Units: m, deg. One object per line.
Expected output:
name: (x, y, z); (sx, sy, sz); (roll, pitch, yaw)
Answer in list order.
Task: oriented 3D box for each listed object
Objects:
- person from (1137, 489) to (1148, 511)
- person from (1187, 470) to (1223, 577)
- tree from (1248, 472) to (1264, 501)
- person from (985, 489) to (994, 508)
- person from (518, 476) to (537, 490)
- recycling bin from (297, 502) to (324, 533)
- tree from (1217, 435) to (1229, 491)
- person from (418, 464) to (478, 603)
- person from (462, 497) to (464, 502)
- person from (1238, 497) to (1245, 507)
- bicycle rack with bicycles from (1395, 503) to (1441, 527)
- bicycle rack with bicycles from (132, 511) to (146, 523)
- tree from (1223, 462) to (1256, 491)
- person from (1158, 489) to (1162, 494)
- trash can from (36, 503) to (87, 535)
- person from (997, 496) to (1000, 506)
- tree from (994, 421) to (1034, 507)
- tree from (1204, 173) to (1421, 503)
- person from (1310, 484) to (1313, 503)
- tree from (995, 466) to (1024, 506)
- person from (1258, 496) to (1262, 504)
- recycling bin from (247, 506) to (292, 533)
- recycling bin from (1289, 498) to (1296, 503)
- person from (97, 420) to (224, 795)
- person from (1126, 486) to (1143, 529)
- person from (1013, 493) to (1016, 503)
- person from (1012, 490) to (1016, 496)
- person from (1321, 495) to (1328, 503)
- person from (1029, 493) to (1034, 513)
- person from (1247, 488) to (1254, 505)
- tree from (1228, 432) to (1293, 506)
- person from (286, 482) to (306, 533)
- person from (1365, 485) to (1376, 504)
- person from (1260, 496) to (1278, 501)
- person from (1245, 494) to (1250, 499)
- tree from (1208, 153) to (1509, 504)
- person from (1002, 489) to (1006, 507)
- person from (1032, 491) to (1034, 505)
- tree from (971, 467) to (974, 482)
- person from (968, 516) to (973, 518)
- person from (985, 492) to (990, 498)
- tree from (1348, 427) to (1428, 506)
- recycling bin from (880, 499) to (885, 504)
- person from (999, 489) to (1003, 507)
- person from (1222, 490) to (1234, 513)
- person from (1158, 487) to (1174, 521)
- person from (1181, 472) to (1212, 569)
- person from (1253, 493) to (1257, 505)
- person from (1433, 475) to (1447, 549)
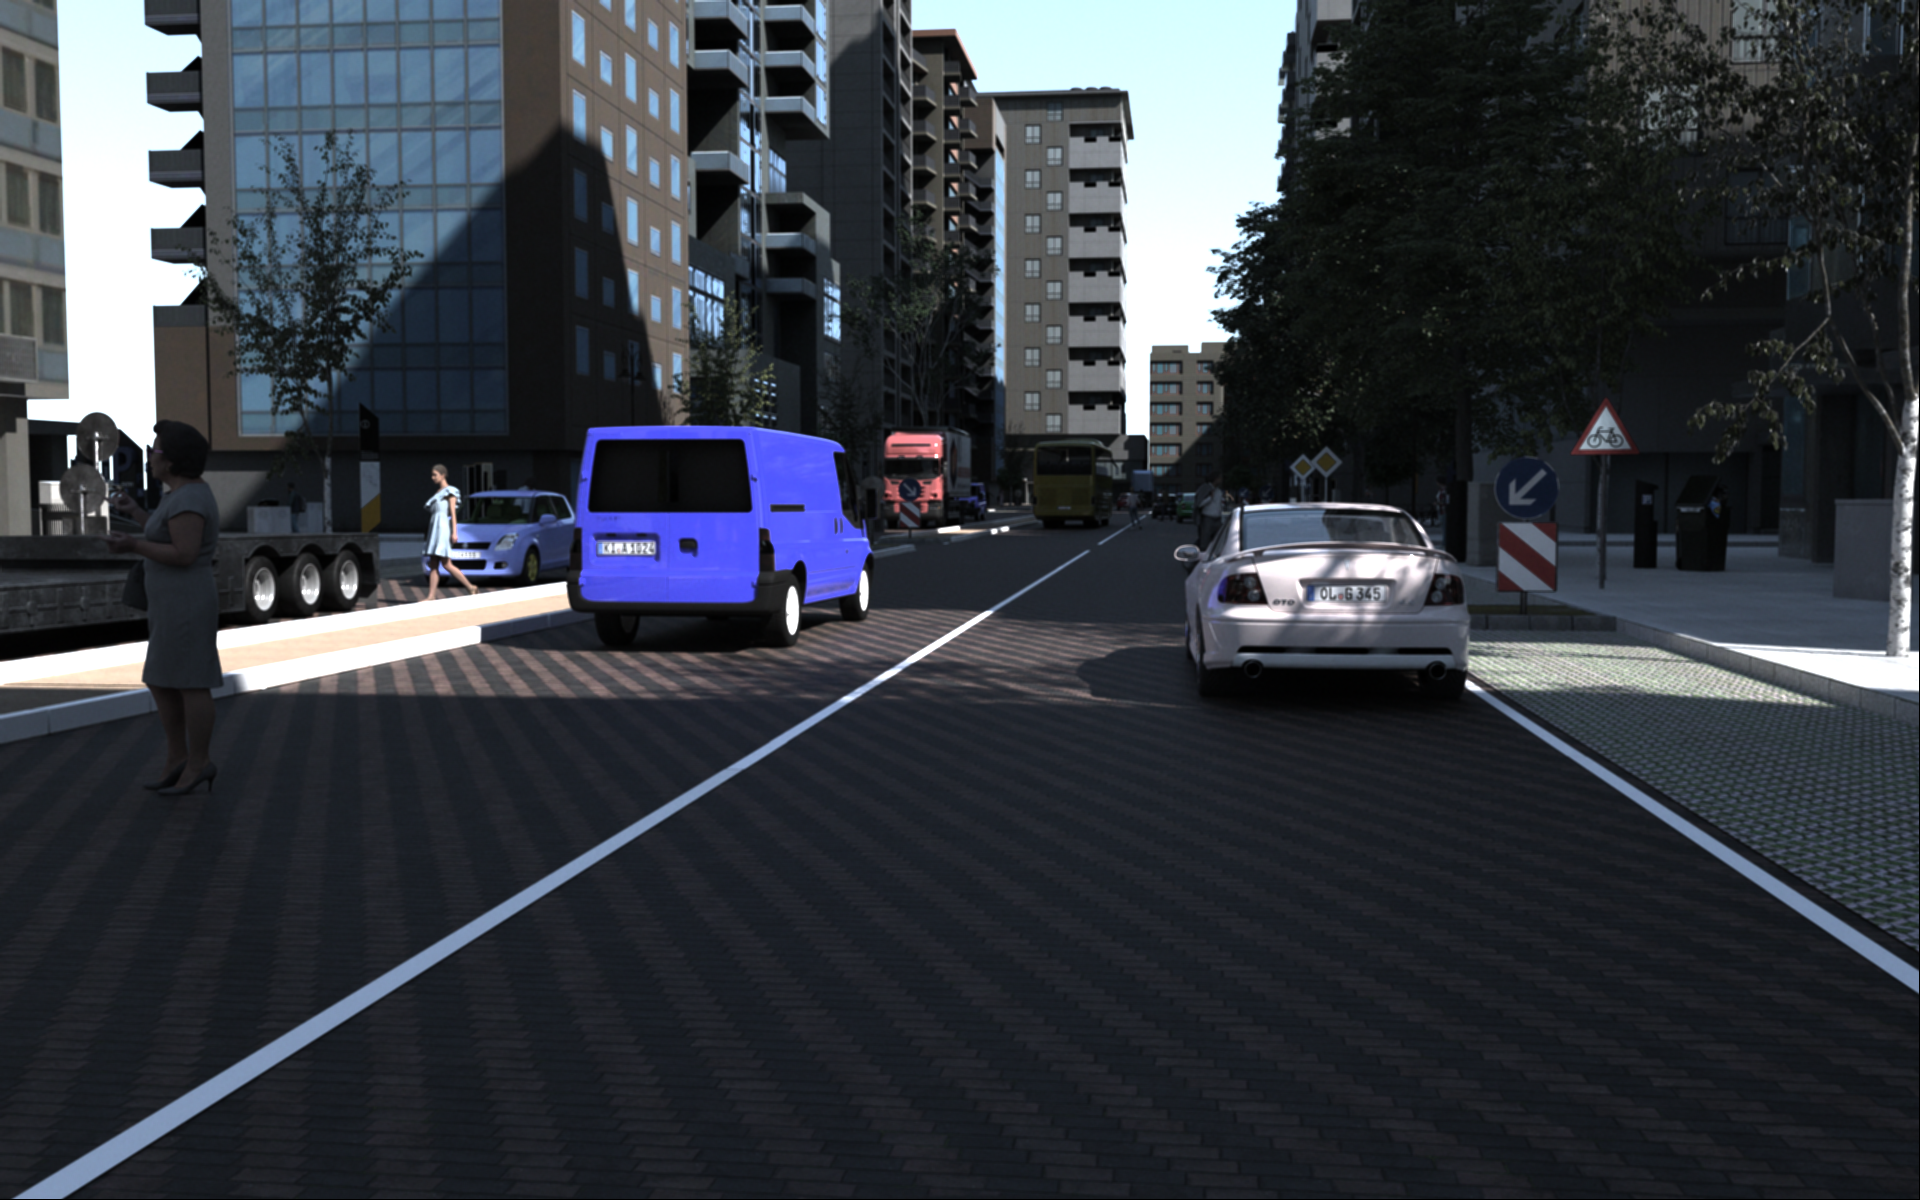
person: (15.454, -8.514, 147.704); (1.348, 1.824, 0.705); (-1, 4, -10)
person: (4.125, -1.231, 28.735); (0.850, 1.850, 0.679); (3, 5, 43)
tree: (25.915, -9.479, 149.584); (1.663, 3.219, 1.824); (0, 3, 0)
person: (2.580, -9.318, 158.907); (1.217, 1.766, 0.721); (-2, 4, -24)
person: (-8.423, -1.522, 33.656); (0.793, 1.790, 0.793); (0, 4, -2)
recycling bin: (-19.943, -2.464, 52.844); (0.722, 1.027, 0.722); (1, 4, 18)
tree: (30.277, -14.707, 190.824); (4.360, 8.622, 3.978); (0, 3, 0)
person: (-6.666, -0.843, 22.380); (0.778, 1.811, 0.616); (-2, 4, -31)
person: (-15.355, -2.635, 54.146); (0.382, 1.210, 0.505); (-2, 4, -32)
person: (12.412, -3.886, 76.312); (0.640, 1.303, 0.475); (-3, 5, -41)
bicycle rack with bicycles: (18.468, -3.319, 67.642); (2.852, 0.926, 2.925); (-2, 4, -28)
bicycle rack with bicycles: (-33.373, -3.324, 67.728); (2.852, 0.926, 2.925); (2, 4, 23)
tree: (27.932, -11.520, 172.063); (4.285, 4.588, 4.351); (0, 3, 0)
person: (14.305, -7.066, 124.045); (0.555, 1.821, 0.388); (2, 4, 25)
trash can: (-13.491, -0.884, 26.113); (0.748, 1.137, 0.748); (0, 3, 0)
person: (4.319, -10.760, 185.164); (0.799, 1.438, 0.628); (2, 4, 24)
tree: (5.245, -13.481, 170.779); (4.360, 8.622, 3.978); (0, 3, 0)
tree: (14.139, -9.818, 67.178); (9.857, 13.997, 8.962); (0, 3, 0)
person: (16.866, -4.667, 82.534); (0.526, 1.800, 0.537); (-2, 4, -29)
tree: (5.249, -12.110, 181.716); (4.285, 4.588, 4.351); (0, 3, 0)
person: (28.563, -9.488, 164.407); (0.421, 1.427, 0.697); (-3, 5, -40)
recycling bin: (-14.049, -1.388, 35.240); (0.722, 1.027, 0.722); (-2, 4, -33)
recycling bin: (22.012, -6.319, 115.873); (0.722, 1.027, 0.722); (-3, 5, -43)
person: (-3.835, 0.034, 8.302); (0.532, 1.782, 0.716); (-2, 4, -27)
person: (7.147, -3.729, 70.136); (0.731, 1.740, 0.598); (-3, 4, -36)
person: (6.283, -11.514, 195.765); (0.593, 1.643, 0.415); (-3, 4, -36)
person: (6.500, -11.873, 200.694); (1.217, 1.766, 0.721); (0, 4, 4)
person: (13.820, -3.367, 65.775); (0.352, 1.250, 0.332); (3, 5, 40)
person: (5.894, -7.698, 134.496); (1.348, 1.807, 0.705); (-2, 4, -31)
person: (24.102, -8.407, 143.507); (0.705, 1.824, 1.348); (2, 4, 28)
tree: (21.475, -10.317, 119.044); (4.360, 8.622, 3.978); (0, 3, 0)
person: (-19.398, -2.541, 50.386); (0.721, 1.781, 0.623); (-1, 4, -15)
person: (19.874, -4.745, 83.981); (0.532, 1.782, 0.716); (2, 4, 35)
person: (23.168, -7.577, 129.956); (1.348, 1.821, 0.705); (0, 4, -1)
person: (32.398, -11.630, 195.827); (0.705, 1.869, 1.348); (-3, 4, -39)
tree: (12.913, -8.515, 56.232); (9.611, 12.733, 9.660); (0, 3, 0)
person: (4.402, -10.255, 174.242); (0.750, 1.759, 0.617); (1, 4, 19)
person: (8.528, -11.816, 200.157); (0.530, 1.710, 0.541); (1, 4, 16)
tree: (-0.529, -9.094, 132.395); (4.285, 4.588, 4.351); (0, 3, 0)
person: (0.611, -5.849, 104.622); (0.782, 1.767, 0.515); (3, 5, 45)
person: (2.290, -9.719, 165.471); (1.217, 1.766, 0.721); (-1, 4, -19)
tree: (18.784, -5.668, 76.391); (4.285, 4.588, 4.351); (0, 3, 0)
recycling bin: (-4.405, -5.142, 96.624); (0.722, 1.027, 0.722); (3, 5, 44)
person: (4.109, -10.194, 173.386); (0.551, 1.740, 0.621); (1, 4, 18)
person: (19.944, -7.372, 129.756); (1.217, 1.735, 0.721); (2, 4, 34)
person: (10.936, -5.113, 92.014); (0.836, 1.842, 0.656); (0, 4, 5)
person: (4.579, -1.487, 32.653); (0.795, 1.843, 0.661); (-1, 4, -22)
person: (30.252, -10.459, 177.733); (0.721, 1.739, 1.217); (-2, 4, -34)
person: (11.366, -2.060, 40.566); (0.643, 1.720, 0.563); (0, 3, 0)
